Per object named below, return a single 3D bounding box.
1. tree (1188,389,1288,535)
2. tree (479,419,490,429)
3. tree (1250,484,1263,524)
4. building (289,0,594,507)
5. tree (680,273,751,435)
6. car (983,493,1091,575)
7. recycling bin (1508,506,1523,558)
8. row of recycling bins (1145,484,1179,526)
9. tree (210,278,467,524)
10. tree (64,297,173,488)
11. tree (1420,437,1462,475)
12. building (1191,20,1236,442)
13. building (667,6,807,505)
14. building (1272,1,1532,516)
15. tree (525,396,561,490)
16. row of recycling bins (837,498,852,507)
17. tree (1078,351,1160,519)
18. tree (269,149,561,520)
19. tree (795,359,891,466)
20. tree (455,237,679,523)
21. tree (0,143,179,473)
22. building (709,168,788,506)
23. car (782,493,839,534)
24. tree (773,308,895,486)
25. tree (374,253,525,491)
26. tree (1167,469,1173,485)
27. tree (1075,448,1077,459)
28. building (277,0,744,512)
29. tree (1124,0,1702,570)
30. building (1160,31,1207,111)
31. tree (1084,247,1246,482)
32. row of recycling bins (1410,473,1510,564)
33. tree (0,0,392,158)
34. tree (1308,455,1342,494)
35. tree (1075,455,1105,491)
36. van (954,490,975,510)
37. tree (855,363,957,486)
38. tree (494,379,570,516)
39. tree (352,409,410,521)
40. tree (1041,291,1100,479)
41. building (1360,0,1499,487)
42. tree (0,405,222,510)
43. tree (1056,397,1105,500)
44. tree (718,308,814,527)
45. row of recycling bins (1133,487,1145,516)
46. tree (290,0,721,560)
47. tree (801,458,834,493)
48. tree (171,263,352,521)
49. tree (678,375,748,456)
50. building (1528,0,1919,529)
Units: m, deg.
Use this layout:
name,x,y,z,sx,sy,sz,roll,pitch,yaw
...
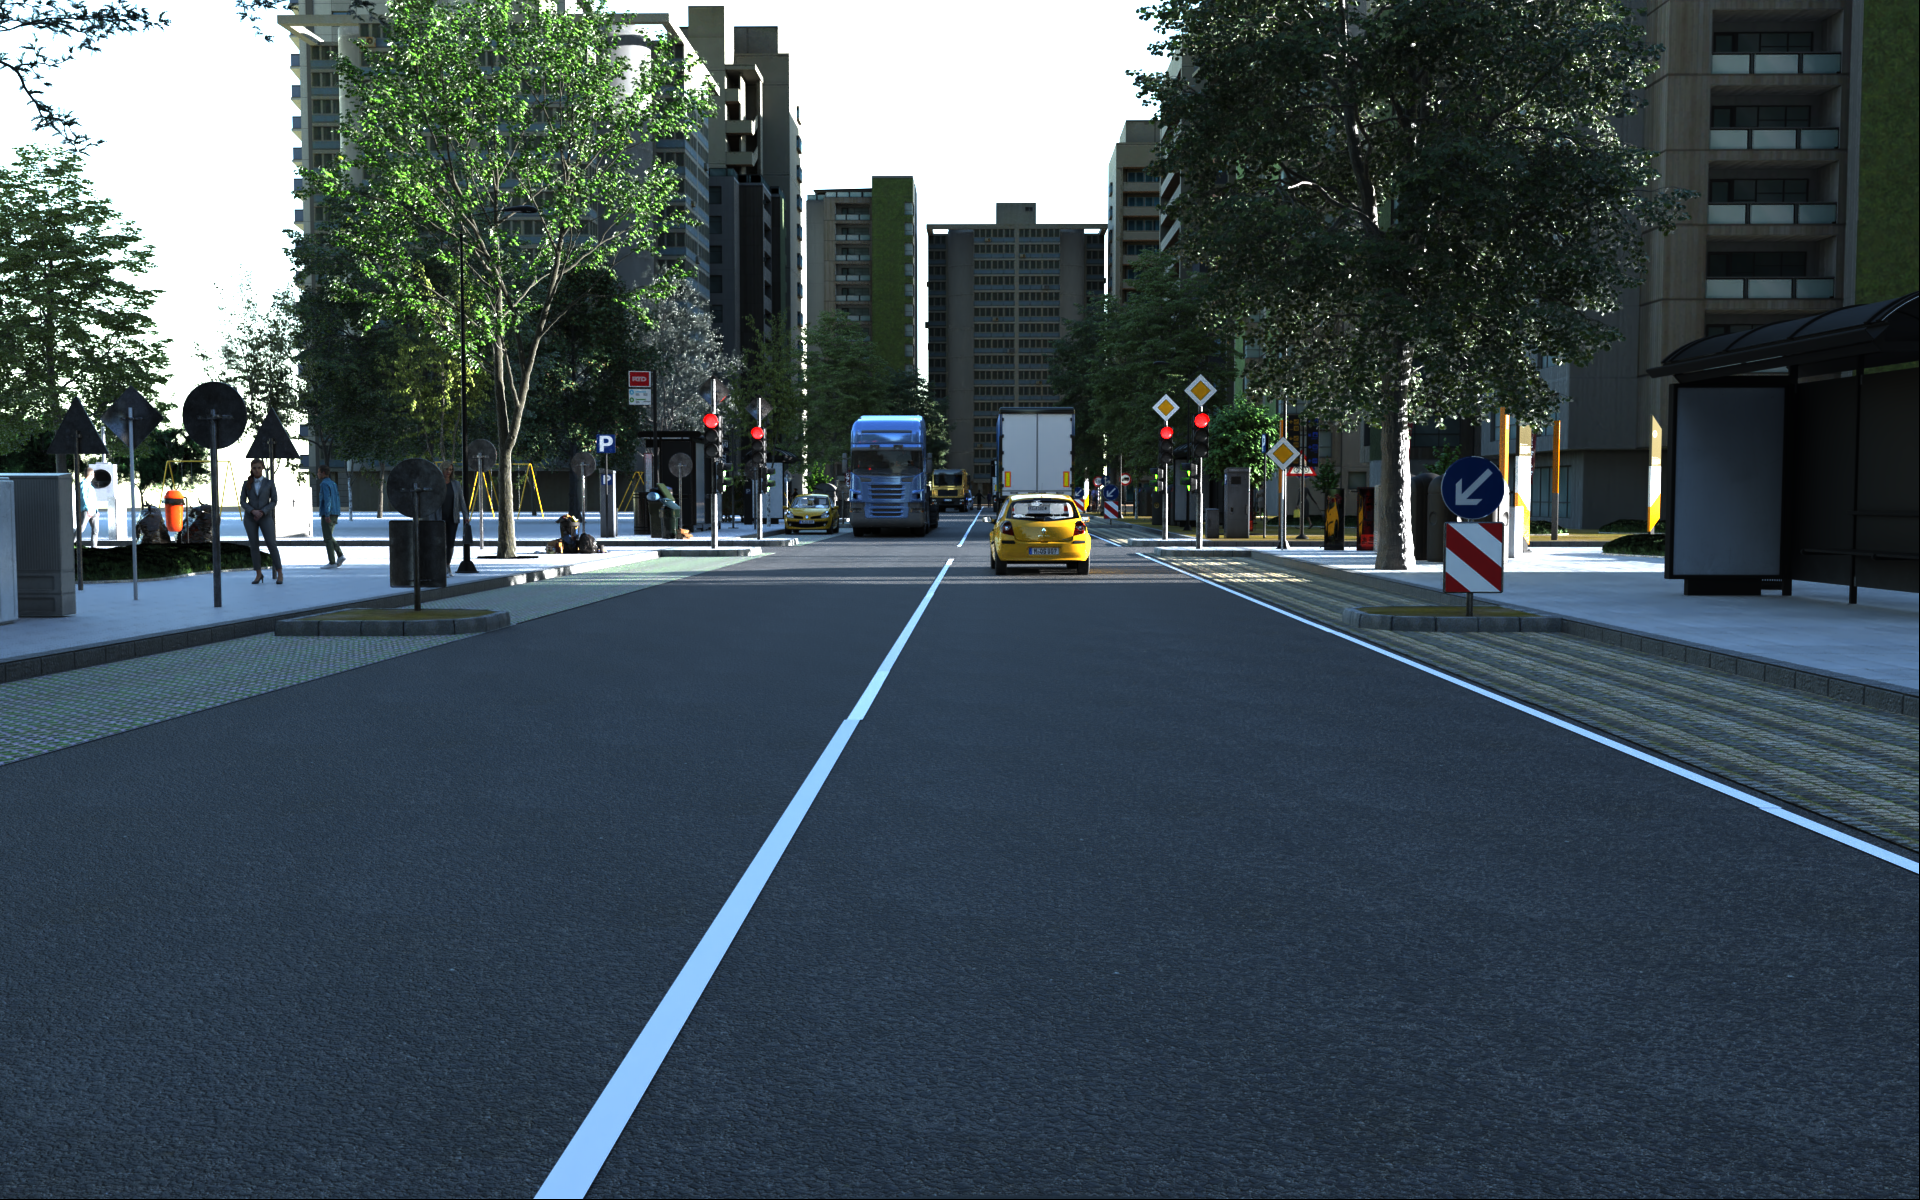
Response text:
name,x,y,z,sx,sy,sz,roll,pitch,yaw
tree,8.895,-4.324,54.413,4.285,4.588,4.351,0,3,0
tree,-30.561,-9.591,91.220,8.767,10.594,7.601,-3,5,-40
tree,12.199,-4.881,74.402,1.663,3.219,1.824,0,3,0
building,-52.297,-38.911,178.188,28.212,58.520,21.231,0,4,1
tree,-15.832,-11.032,90.751,12.009,13.543,11.850,0,3,0
car,1.441,-1.342,32.168,2.015,1.641,3.980,0,4,-1
recycling bin,10.971,-1.380,35.110,0.722,1.027,0.722,2,4,30
row of recycling bins,8.782,-3.866,70.325,1.069,1.692,3.534,-1,4,-16
tree,-27.034,-8.521,73.728,7.601,10.594,8.767,1,4,21
tree,-32.120,-7.065,65.878,4.360,8.622,3.978,0,3,0
tree,16.460,-3.926,58.796,1.663,3.219,1.824,0,3,0
building,31.885,-30.370,151.177,22.147,44.769,28.867,0,4,1
building,-27.399,-33.892,177.843,21.600,48.544,21.300,0,4,1
building,25.774,-25.896,106.998,14.154,41.232,14.086,0,4,1
tree,-28.034,-9.993,113.750,4.737,8.622,4.395,0,3,0
row of recycling bins,-7.406,-6.527,113.824,1.069,1.692,3.534,1,4,19
tree,8.779,-8.430,88.193,4.737,8.622,4.395,0,3,0
tree,-19.563,-9.558,62.927,9.857,13.997,8.962,0,3,0
tree,-7.374,-11.175,117.125,7.601,10.594,8.767,1,4,14
tree,-17.315,-9.801,77.260,9.611,12.733,9.660,0,3,0
tree,-30.074,-8.483,56.820,7.486,12.596,7.792,0,3,0
building,-23.391,-23.508,156.056,14.160,30.474,14.107,0,4,1
car,-5.321,-3.189,62.370,2.015,1.641,3.980,0,4,1
tree,-7.433,-11.504,106.220,7.486,12.596,7.792,0,3,0
tree,-15.713,-6.266,52.808,4.737,8.622,4.395,0,3,0
tree,14.905,-7.726,120.921,1.663,3.219,1.824,0,3,0
tree,10.847,-12.528,155.194,4.737,8.622,4.395,0,3,0
building,-32.933,-27.195,136.516,32.217,40.220,23.993,0,4,1
tree,7.473,-7.486,29.053,9.857,13.997,8.962,0,3,0
building,31.952,-33.795,176.251,21.300,48.544,21.600,0,4,1
tree,9.389,-9.921,80.333,7.486,12.596,7.792,0,3,0
row of recycling bins,9.263,-1.599,33.253,1.069,1.692,3.534,-1,4,-18
tree,-8.526,-6.087,9.887,12.009,13.543,11.850,0,3,0
tree,18.050,-5.571,85.684,1.663,3.219,1.824,0,3,0
tree,9.891,-9.350,136.584,4.285,4.588,4.351,0,3,0
van,0.326,-8.947,153.287,2.013,2.044,4.112,0,4,2
tree,-5.428,-15.987,168.044,9.857,13.997,8.962,0,3,0
tree,-25.639,-10.285,102.580,7.601,10.594,8.767,-1,4,-17
tree,-28.707,-8.028,81.624,4.360,8.622,3.978,0,3,0
tree,9.839,-12.407,109.516,9.857,13.997,8.962,0,3,0
building,26.934,-19.177,85.248,14.160,30.474,14.107,0,4,1
tree,-56.343,-9.119,112.004,20.602,7.101,11.467,0,4,3
tree,10.655,-14.204,166.654,7.601,10.594,8.767,2,4,25
tree,-7.647,-7.223,68.460,4.737,8.622,4.395,0,3,0
row of recycling bins,10.849,-5.752,101.163,1.069,1.692,3.534,0,4,-4
tree,-8.908,-6.639,34.298,9.928,11.665,9.643,0,3,0
tree,-7.869,-6.080,94.004,1.663,3.219,1.824,0,3,0
tree,-22.095,-6.401,55.023,4.360,8.622,3.978,0,3,0
tree,-15.026,-9.432,104.581,4.360,8.622,3.978,0,3,0
building,28.612,-23.307,64.662,14.086,41.232,14.154,0,4,1
